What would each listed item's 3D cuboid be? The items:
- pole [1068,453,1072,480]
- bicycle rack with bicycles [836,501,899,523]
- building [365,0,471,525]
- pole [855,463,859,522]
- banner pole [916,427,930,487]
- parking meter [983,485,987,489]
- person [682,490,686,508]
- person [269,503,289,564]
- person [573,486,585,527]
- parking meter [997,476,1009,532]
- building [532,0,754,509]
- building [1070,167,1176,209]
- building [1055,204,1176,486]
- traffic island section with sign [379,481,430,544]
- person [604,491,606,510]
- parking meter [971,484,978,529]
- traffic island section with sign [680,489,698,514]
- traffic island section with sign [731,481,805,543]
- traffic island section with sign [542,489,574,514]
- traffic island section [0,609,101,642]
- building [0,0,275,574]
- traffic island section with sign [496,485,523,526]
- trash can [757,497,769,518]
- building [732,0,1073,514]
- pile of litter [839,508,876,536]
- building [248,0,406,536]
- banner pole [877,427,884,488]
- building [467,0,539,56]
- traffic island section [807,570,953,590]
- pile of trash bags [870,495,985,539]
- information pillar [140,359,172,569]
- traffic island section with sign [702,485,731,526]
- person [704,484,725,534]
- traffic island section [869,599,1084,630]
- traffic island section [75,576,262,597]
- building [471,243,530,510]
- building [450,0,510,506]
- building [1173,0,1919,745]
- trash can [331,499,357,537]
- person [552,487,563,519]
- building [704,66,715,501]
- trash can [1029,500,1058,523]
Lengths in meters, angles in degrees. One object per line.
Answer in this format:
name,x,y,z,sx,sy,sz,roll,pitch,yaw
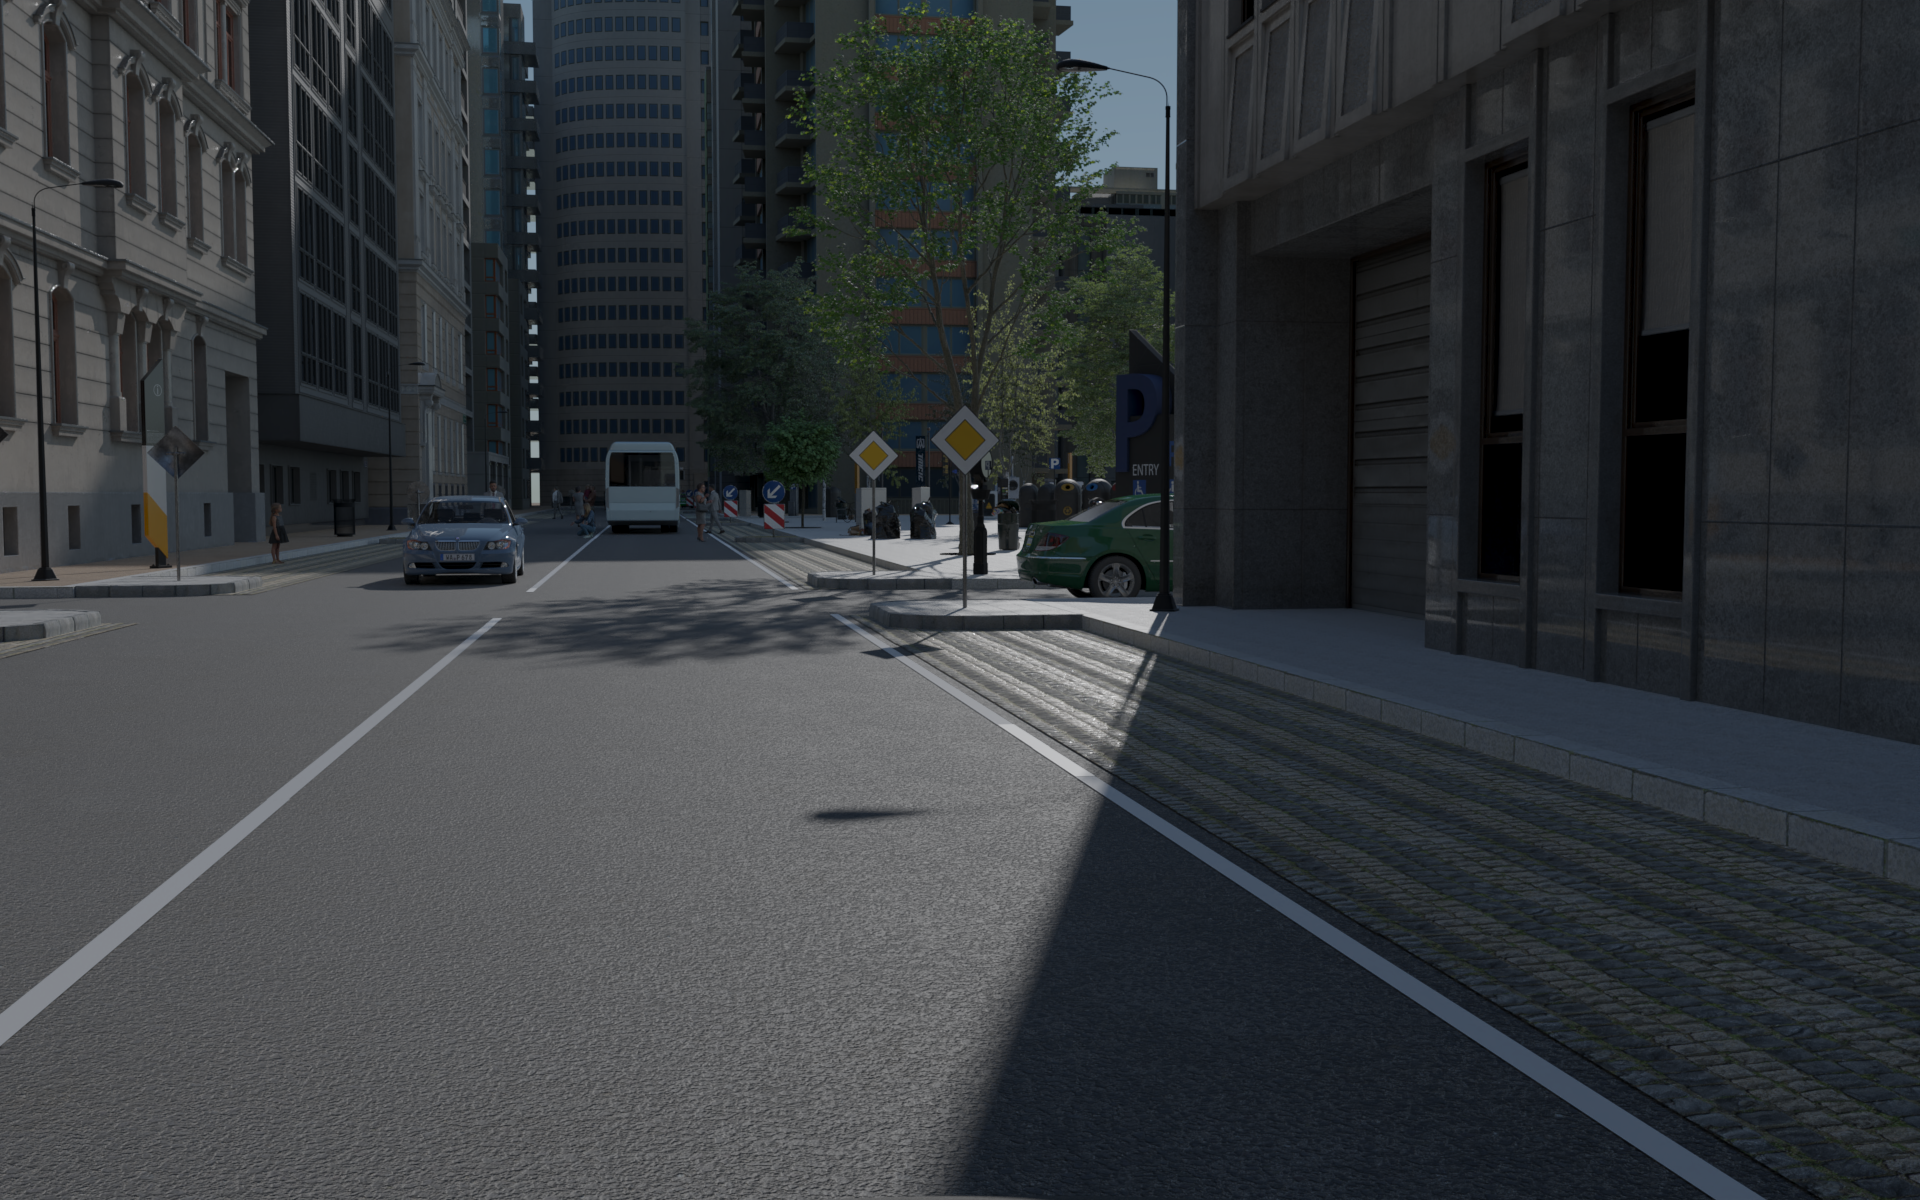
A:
pole,5.438,-5.620,85.726,0.158,3.312,0.155,0,3,0
bicycle rack with bicycles,-4.116,-3.939,77.777,2.852,0.926,2.925,2,4,34
building,-30.240,-17.973,79.758,13.634,28.700,20.117,-1,4,-10
pole,-4.706,-5.219,79.167,0.158,3.312,0.155,0,3,0
banner pole,-1.357,-4.599,65.214,0.863,3.779,0.401,3,4,37
parking meter,1.338,-5.473,95.194,0.399,1.863,0.255,0,4,-5
person,-26.909,-9.758,167.918,0.709,1.838,0.599,2,4,34
person,-13.959,-1.366,35.498,0.373,1.253,0.362,1,4,9
person,-16.491,-4.075,75.483,0.716,1.782,0.532,0,4,-2
parking meter,1.373,-3.035,55.340,0.255,1.863,0.399,-1,4,-20
building,-32.694,-39.838,193.344,28.212,58.520,21.231,-1,4,-10
building,20.806,-31.596,208.481,23.993,40.220,32.217,-1,4,-10
building,15.693,-24.762,176.554,14.107,30.474,14.160,-1,4,-10
traffic island section with sign,-15.688,-2.544,50.228,1.989,1.847,2.006,-1,4,-10
person,-31.059,-8.745,152.270,0.721,1.735,1.217,-2,4,-29
parking meter,0.336,-2.134,43.295,0.372,1.533,0.369,0,3,0
traffic island section with sign,-19.439,-7.285,127.736,1.989,1.847,2.006,-1,4,-10
traffic island section with sign,-5.710,-2.631,51.652,1.989,1.847,2.006,-1,4,-10
traffic island section with sign,-29.414,-7.202,126.377,1.989,1.847,2.006,-1,4,-10
traffic island section,-10.154,0.277,17.750,2.009,0.180,2.903,-1,4,-10
building,-23.067,-15.102,34.306,14.401,28.519,23.554,-1,4,-10
traffic island section with sign,-20.553,-4.195,77.224,1.989,1.847,2.006,-1,4,-10
trash can,-10.686,-5.040,94.052,0.748,1.137,0.748,0,3,0
building,-4.565,-28.588,122.039,22.147,44.769,28.867,-1,4,-10
pile of litter,-2.965,-2.429,53.675,1.719,0.858,1.176,-1,4,-19
building,-27.645,-16.169,57.874,14.314,27.812,24.014,-1,4,-10
banner pole,-3.007,-4.603,65.276,0.401,3.779,0.863,-1,4,-19
building,-54.257,-32.974,158.740,30.456,49.044,23.786,-1,4,-10
traffic island section,-1.343,-0.316,27.442,2.009,0.180,2.903,-1,4,-10
pile of trash bags,-0.955,-2.457,49.916,3.447,1.369,1.912,1,4,16
information pillar,-13.862,-2.352,29.812,0.183,3.616,0.504,1,4,14
traffic island section with sign,-10.499,-4.254,78.180,1.989,1.847,2.006,-1,4,-10
person,-8.830,-3.266,62.175,0.850,1.792,0.678,1,4,11
traffic island section,0.074,0.165,19.583,2.009,0.180,2.903,-1,4,-10
traffic island section,-11.571,-0.204,25.609,2.009,0.180,2.903,-1,4,-10
building,-47.966,-17.515,131.402,27.650,21.520,28.899,-1,4,-10
building,-38.988,-40.843,106.033,20.563,71.187,20.611,-1,4,-10
building,10.142,-11.782,10.656,12.078,24.808,19.932,-1,4,-10
trash can,-18.477,-2.467,51.988,0.748,1.137,0.748,0,3,0
person,-22.997,-5.529,99.002,0.850,1.850,0.679,3,4,39
building,-17.960,-29.781,170.513,14.154,41.232,14.086,-1,4,-10
trash can,2.084,-1.934,43.281,0.748,1.137,0.748,0,3,0
